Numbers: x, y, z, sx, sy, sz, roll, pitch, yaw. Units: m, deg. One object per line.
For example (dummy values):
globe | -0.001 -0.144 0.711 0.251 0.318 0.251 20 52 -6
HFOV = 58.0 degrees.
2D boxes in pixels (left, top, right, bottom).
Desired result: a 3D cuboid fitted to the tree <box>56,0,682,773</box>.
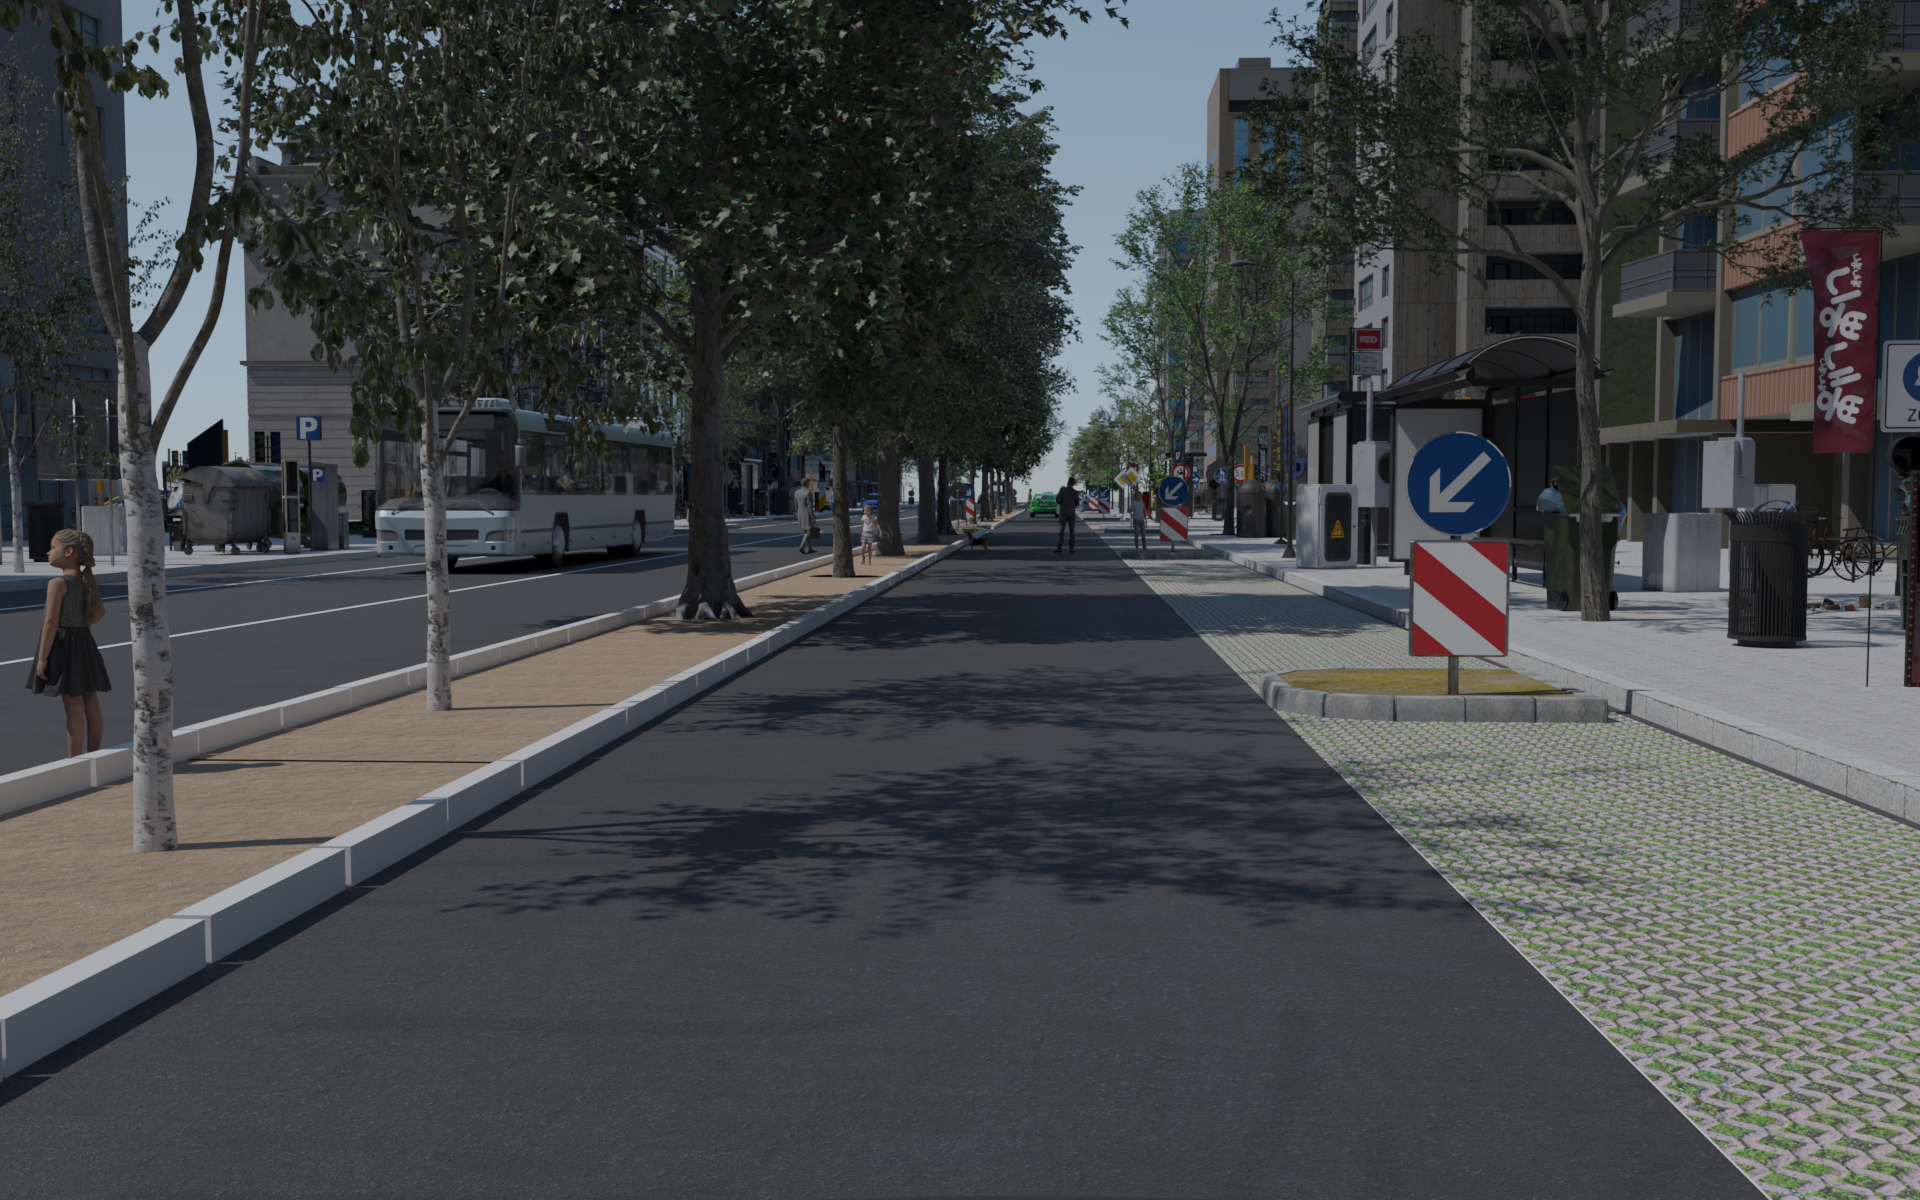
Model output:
tree | -3.430 -3.554 10.925 4.360 8.622 3.978 0 3 0

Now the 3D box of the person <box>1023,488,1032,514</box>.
person | 4.984 -7.188 125.872 0.795 1.843 0.661 0 4 7

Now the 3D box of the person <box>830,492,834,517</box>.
person | -7.837 -6.141 108.769 0.638 1.841 0.748 0 4 2

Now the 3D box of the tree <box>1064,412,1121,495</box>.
tree | 19.062 -19.589 238.411 7.486 12.596 7.792 0 3 0

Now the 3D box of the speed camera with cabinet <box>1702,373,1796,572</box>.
speed camera with cabinet | 13.188 -2.115 28.920 2.038 3.252 0.660 -3 4 -37

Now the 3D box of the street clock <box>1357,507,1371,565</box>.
street clock | 7.345 -1.640 31.383 0.358 2.002 0.471 -2 4 -26

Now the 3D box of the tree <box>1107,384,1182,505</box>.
tree | 11.850 -9.727 109.399 4.737 8.622 4.395 0 3 0

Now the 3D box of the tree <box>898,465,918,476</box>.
tree | -4.855 -18.919 219.695 12.009 13.543 11.850 0 3 0

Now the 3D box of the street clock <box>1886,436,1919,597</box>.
street clock | 11.849 -1.045 21.661 0.471 2.002 0.358 1 4 13

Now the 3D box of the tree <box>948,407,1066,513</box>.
tree | 3.793 -11.882 131.137 8.767 10.594 7.601 0 4 3

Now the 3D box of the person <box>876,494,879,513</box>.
person | -6.056 -7.482 131.007 0.537 1.800 0.526 2 4 33

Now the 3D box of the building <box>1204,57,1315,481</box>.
building | 32.955 -32.356 179.125 14.600 45.320 14.200 0 4 3

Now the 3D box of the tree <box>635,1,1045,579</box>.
tree | -2.094 -6.188 29.391 9.928 11.665 9.643 0 3 0

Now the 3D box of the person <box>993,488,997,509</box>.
person | 1.991 -6.078 107.715 0.661 1.843 0.795 0 4 -8

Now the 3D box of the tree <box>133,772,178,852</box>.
tree | -3.227 -3.280 6.455 4.360 8.622 3.978 0 3 0

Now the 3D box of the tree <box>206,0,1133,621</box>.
tree | -2.904 -6.121 19.537 9.611 12.733 9.660 0 3 0

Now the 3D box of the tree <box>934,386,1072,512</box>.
tree | 3.944 -13.970 141.239 12.009 13.543 11.850 0 3 0

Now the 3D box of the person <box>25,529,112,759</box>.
person | -4.533 0.268 8.781 0.373 1.253 0.362 1 4 10

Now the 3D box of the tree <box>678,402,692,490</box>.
tree | -19.009 -10.058 114.818 4.737 8.622 4.395 0 3 0

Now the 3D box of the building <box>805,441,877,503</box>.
building | -27.034 -40.812 256.522 28.713 52.752 27.495 0 4 3

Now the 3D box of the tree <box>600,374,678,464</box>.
tree | -18.482 -8.953 96.744 4.737 8.622 4.395 0 3 0

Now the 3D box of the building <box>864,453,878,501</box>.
building | -22.622 -40.204 281.042 21.300 48.544 21.600 0 4 3

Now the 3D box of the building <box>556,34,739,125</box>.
building | -29.229 -31.083 162.830 22.147 44.769 28.867 0 4 3

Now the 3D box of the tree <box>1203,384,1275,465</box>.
tree | 18.436 -10.173 116.685 4.360 8.622 3.978 0 3 0

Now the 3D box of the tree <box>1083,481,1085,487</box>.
tree | 20.408 -16.941 260.697 4.285 4.588 4.351 0 3 0

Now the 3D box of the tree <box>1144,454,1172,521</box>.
tree | 9.660 -5.480 84.197 1.663 3.219 1.824 0 3 0

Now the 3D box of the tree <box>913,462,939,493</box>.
tree | -3.196 -19.112 246.891 8.767 10.594 7.601 -3 5 -41

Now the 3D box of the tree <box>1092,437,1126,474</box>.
tree | 17.589 -15.663 206.453 4.360 8.622 3.978 0 3 0

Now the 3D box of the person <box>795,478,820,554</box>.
person | -3.650 -2.011 41.481 0.694 1.812 0.767 3 5 45

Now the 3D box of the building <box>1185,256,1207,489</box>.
building | 46.757 -34.859 261.828 32.217 40.220 23.993 0 4 3

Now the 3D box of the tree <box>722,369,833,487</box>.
tree | -11.329 -10.799 110.975 7.601 10.594 8.767 2 4 34

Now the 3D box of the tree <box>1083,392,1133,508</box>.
tree | 14.714 -13.572 156.312 7.601 10.594 8.767 -1 4 -21

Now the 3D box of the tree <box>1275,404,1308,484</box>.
tree | 26.721 -11.739 142.288 4.360 8.622 3.978 0 3 0

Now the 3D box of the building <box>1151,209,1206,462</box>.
building | 43.479 -40.939 288.956 23.786 49.044 30.456 0 4 3

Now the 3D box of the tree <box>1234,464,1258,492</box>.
tree | 16.110 -6.366 98.677 1.663 3.219 1.824 0 3 0

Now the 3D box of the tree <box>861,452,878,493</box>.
tree | -8.166 -13.071 164.071 4.737 8.622 4.395 0 3 0

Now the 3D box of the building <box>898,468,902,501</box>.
building | -17.646 -32.292 299.670 14.160 30.474 14.107 0 4 3

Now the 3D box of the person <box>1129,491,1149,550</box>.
person | 4.464 -1.946 42.905 0.523 1.515 0.503 3 5 40

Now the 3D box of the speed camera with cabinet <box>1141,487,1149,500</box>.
speed camera with cabinet | 15.222 -8.955 140.749 0.660 3.252 2.038 -3 4 -38

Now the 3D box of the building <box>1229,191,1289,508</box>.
building | 32.636 -24.082 165.447 14.160 30.474 14.107 0 4 3

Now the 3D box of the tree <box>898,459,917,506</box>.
tree | -6.136 -14.491 187.284 4.360 8.622 3.978 0 3 0

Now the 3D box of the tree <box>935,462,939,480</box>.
tree | -3.907 -17.454 235.732 4.360 8.622 3.978 0 3 0

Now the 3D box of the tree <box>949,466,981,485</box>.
tree | 0.073 -23.464 301.762 7.486 12.596 7.792 0 3 0

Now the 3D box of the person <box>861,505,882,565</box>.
person | -1.780 -1.300 34.771 0.505 1.210 0.382 1 4 17

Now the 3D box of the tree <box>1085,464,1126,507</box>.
tree | 15.861 -11.906 178.383 4.285 4.588 4.351 0 3 0

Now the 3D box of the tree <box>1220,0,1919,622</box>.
tree | 6.101 -5.070 17.303 7.601 10.594 8.767 1 4 13

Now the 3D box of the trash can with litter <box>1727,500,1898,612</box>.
trash can with litter | 9.530 -0.505 19.308 2.233 1.210 1.678 0 4 -5

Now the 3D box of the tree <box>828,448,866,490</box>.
tree | -9.342 -11.677 141.284 4.360 8.622 3.978 0 3 0

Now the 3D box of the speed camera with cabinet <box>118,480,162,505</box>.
speed camera with cabinet | -28.566 -4.035 60.311 2.038 3.252 0.660 3 5 39

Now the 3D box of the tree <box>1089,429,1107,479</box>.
tree | 13.515 -11.279 134.766 4.737 8.622 4.395 0 3 0

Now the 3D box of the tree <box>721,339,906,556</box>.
tree | -1.614 -7.984 39.657 9.857 13.997 8.962 0 3 0

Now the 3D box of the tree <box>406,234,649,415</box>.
tree | -13.974 -7.413 55.618 8.767 10.594 7.601 0 4 -1

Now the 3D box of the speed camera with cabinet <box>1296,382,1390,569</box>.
speed camera with cabinet | 6.775 -2.188 30.114 2.038 3.252 0.660 -2 4 -34

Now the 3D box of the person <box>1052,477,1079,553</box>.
person | 2.589 -2.089 42.462 0.655 1.846 0.447 -1 4 -14

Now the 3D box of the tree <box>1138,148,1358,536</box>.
tree | 8.304 -7.809 53.441 9.928 11.665 9.643 0 3 0

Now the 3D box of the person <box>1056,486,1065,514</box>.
person | 4.439 -4.023 74.524 0.600 1.795 0.529 1 4 9

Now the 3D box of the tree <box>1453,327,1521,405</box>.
tree | 23.914 -7.753 77.131 4.360 8.622 3.978 0 3 0

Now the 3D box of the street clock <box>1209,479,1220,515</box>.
street clock | 12.489 -4.926 85.109 0.471 2.002 0.358 2 4 29
